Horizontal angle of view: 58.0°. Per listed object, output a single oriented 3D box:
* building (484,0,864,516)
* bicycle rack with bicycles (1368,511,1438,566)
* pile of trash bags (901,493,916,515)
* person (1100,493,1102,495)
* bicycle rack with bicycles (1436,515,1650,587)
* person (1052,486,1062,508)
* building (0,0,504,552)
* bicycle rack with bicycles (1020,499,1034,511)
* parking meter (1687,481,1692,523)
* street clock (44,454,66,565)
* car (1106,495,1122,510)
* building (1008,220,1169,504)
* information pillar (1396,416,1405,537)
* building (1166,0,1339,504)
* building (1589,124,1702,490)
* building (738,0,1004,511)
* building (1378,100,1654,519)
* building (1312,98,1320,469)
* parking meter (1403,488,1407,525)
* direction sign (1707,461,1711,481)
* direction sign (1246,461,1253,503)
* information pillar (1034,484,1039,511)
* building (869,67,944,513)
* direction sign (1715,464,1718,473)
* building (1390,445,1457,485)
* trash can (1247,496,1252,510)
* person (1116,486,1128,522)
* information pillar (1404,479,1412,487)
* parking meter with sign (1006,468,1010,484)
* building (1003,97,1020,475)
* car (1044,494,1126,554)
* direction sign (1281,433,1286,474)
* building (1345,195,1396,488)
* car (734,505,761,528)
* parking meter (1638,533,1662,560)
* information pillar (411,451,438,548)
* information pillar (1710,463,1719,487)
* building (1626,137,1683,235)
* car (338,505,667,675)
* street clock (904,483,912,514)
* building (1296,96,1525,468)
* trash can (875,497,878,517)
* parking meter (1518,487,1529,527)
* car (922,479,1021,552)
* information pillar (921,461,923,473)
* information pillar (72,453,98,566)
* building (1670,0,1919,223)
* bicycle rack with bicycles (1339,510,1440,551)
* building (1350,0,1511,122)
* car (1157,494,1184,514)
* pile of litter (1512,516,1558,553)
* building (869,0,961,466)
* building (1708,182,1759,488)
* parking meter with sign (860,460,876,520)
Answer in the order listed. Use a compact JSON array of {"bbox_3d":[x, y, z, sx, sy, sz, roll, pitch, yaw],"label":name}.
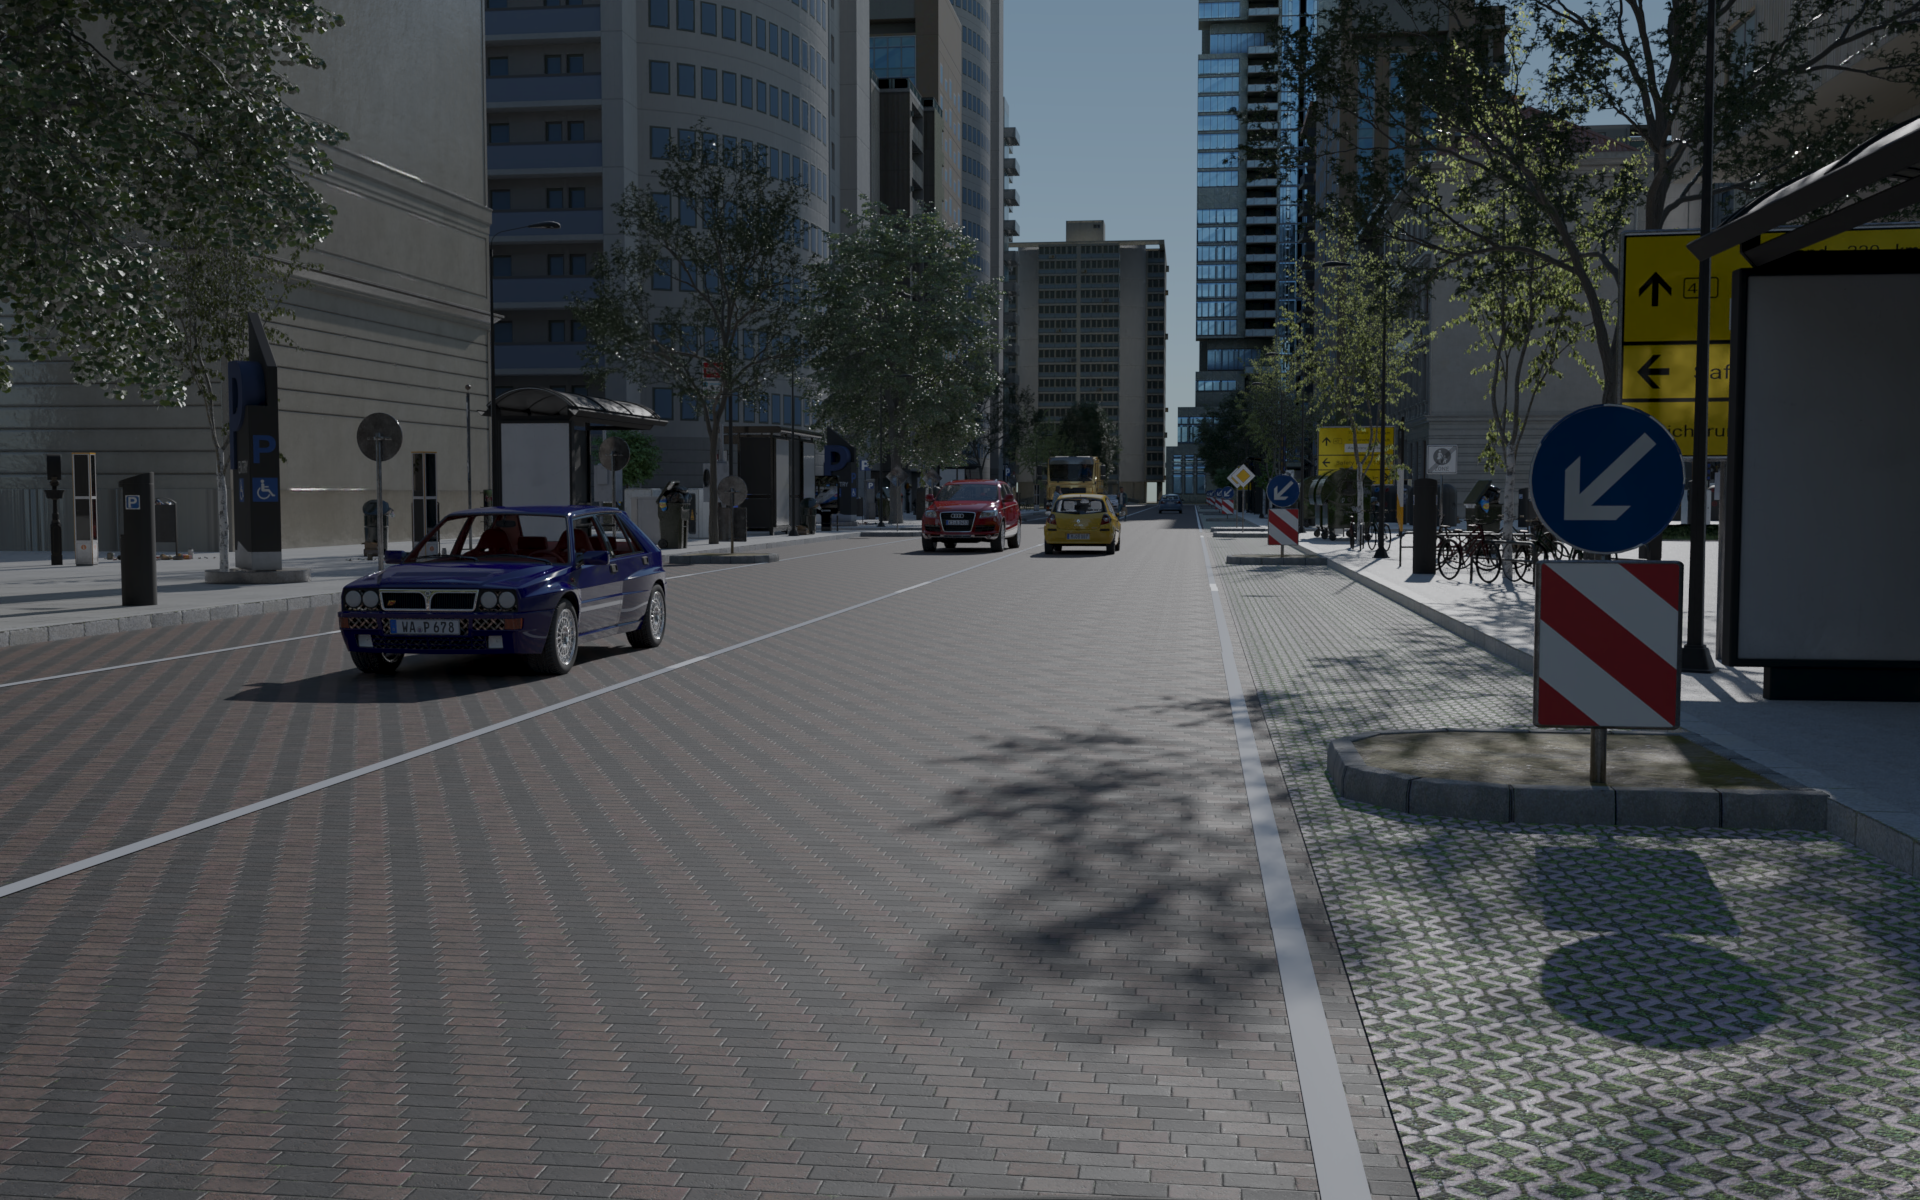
[{"bbox_3d":[-17.701,-33.607,91.478,21.231,58.520,28.212,0,4,8],"label":"building"},{"bbox_3d":[8.905,-1.000,29.736,2.925,0.926,2.852,0,4,-2],"label":"bicycle rack with bicycles"},{"bbox_3d":[-2.517,-5.914,106.453,3.447,1.369,1.912,2,4,23],"label":"pile of trash bags"},{"bbox_3d":[17.847,-13.015,221.819,0.617,1.759,0.750,3,4,37],"label":"person"},{"bbox_3d":[8.541,-0.701,24.839,2.852,0.926,2.925,-1,4,-11],"label":"bicycle rack with bicycles"},{"bbox_3d":[4.194,-4.077,75.422,0.793,1.790,0.793,3,5,41],"label":"person"},{"bbox_3d":[-29.222,-13.050,46.659,30.059,22.955,16.112,0,4,8],"label":"building"},{"bbox_3d":[4.235,-7.100,129.472,2.852,0.926,2.925,1,4,23],"label":"bicycle rack with bicycles"},{"bbox_3d":[27.872,-3.678,65.841,0.399,1.863,0.255,0,4,8],"label":"parking meter"},{"bbox_3d":[-16.313,-1.630,31.227,0.358,2.002,0.471,-2,4,-28],"label":"street clock"},{"bbox_3d":[13.942,-8.956,158.800,2.083,1.381,4.827,0,4,7],"label":"car"},{"bbox_3d":[17.808,-34.054,248.655,23.993,40.220,32.217,0,4,8],"label":"building"},{"bbox_3d":[13.308,-3.728,52.305,0.183,3.616,0.504,0,4,1],"label":"information pillar"},{"bbox_3d":[44.494,-56.679,239.378,31.000,86.520,22.319,0,4,8],"label":"building"},{"bbox_3d":[74.739,-31.234,194.265,14.086,41.232,14.154,0,4,8],"label":"building"},{"bbox_3d":[-7.657,-38.538,172.090,21.231,58.520,28.212,0,4,8],"label":"building"},{"bbox_3d":[30.456,-16.010,97.925,11.583,22.565,21.152,0,4,8],"label":"building"},{"bbox_3d":[42.015,-31.707,168.520,14.600,45.320,14.200,0,4,8],"label":"building"},{"bbox_3d":[18.578,-3.933,72.708,0.372,1.533,0.369,0,3,0],"label":"parking meter"},{"bbox_3d":[43.983,-6.757,102.477,0.379,3.537,0.876,-3,4,-36],"label":"direction sign"},{"bbox_3d":[19.999,-7.815,119.774,0.379,3.537,0.876,3,5,40],"label":"direction sign"},{"bbox_3d":[5.804,-7.754,131.267,0.304,2.012,0.304,3,5,40],"label":"information pillar"},{"bbox_3d":[-9.019,-21.394,121.494,14.160,30.474,14.107,0,4,8],"label":"building"},{"bbox_3d":[57.639,-8.548,131.762,0.379,3.537,0.876,0,4,-4],"label":"direction sign"},{"bbox_3d":[66.223,-28.241,233.444,14.107,30.474,14.160,0,4,8],"label":"building"},{"bbox_3d":[22.840,-7.595,135.826,0.748,1.137,0.748,0,3,0],"label":"trash can"},{"bbox_3d":[8.377,-4.937,89.199,0.794,1.824,0.713,3,5,45],"label":"person"},{"bbox_3d":[22.376,-5.026,86.659,0.304,2.012,0.304,-3,4,-38],"label":"information pillar"},{"bbox_3d":[2.537,-7.316,115.871,1.738,3.016,0.543,3,5,44],"label":"parking meter with sign"},{"bbox_3d":[-8.727,-35.519,200.347,30.456,49.044,23.786,0,4,8],"label":"building"},{"bbox_3d":[3.047,-1.981,42.614,2.015,1.641,3.980,0,4,8],"label":"car"},{"bbox_3d":[12.153,-4.473,65.127,0.379,3.537,0.876,0,4,1],"label":"direction sign"},{"bbox_3d":[35.728,-18.586,122.942,14.314,24.678,30.058,0,4,8],"label":"building"},{"bbox_3d":[-9.248,-3.429,65.655,3.694,1.707,1.945,0,4,7],"label":"car"},{"bbox_3d":[13.143,-1.664,32.914,0.399,1.863,0.255,-1,4,-15],"label":"parking meter"},{"bbox_3d":[-9.254,-1.558,29.963,0.304,2.012,0.304,2,4,28],"label":"information pillar"},{"bbox_3d":[55.724,-8.377,128.310,0.504,3.616,0.183,0,4,7],"label":"information pillar"},{"bbox_3d":[89.098,-37.645,235.098,30.456,49.044,23.786,0,4,8],"label":"building"},{"bbox_3d":[-3.823,-0.149,15.013,1.945,1.354,3.894,0,4,7],"label":"car"},{"bbox_3d":[-3.414,-6.688,113.917,0.471,2.002,0.358,-1,4,-19],"label":"street clock"},{"bbox_3d":[48.610,-32.750,190.079,22.147,44.769,28.867,0,4,8],"label":"building"},{"bbox_3d":[-4.527,-5.203,96.725,0.748,1.137,0.748,0,3,0],"label":"trash can"},{"bbox_3d":[21.713,-3.569,66.770,0.372,1.533,0.369,0,3,0],"label":"parking meter"},{"bbox_3d":[0.348,-2.200,44.648,2.281,1.827,5.304,1,4,9],"label":"car"},{"bbox_3d":[-2.019,-6.585,99.021,0.504,3.616,0.183,3,5,42],"label":"information pillar"},{"bbox_3d":[-15.588,-1.613,30.865,0.304,2.012,0.304,-1,4,-9],"label":"information pillar"},{"bbox_3d":[28.444,-26.684,25.530,28.713,52.752,27.495,0,4,8],"label":"building"},{"bbox_3d":[9.938,-1.599,39.520,2.852,0.926,2.925,1,4,16],"label":"bicycle rack with bicycles"},{"bbox_3d":[40.081,-30.817,153.973,14.600,45.320,14.200,0,4,8],"label":"building"},{"bbox_3d":[15.605,-7.121,128.424,2.014,1.417,4.499,0,4,7],"label":"car"},{"bbox_3d":[12.724,-1.517,38.773,1.719,0.858,1.176,-2,4,-35],"label":"pile of litter"},{"bbox_3d":[-7.655,-30.605,150.495,14.600,45.320,14.200,0,4,8],"label":"building"},{"bbox_3d":[91.615,-45.846,187.837,20.611,71.187,20.563,0,4,8],"label":"building"},{"bbox_3d":[-4.619,-5.595,87.738,0.543,3.016,1.738,-1,4,-16],"label":"parking meter with sign"}]
